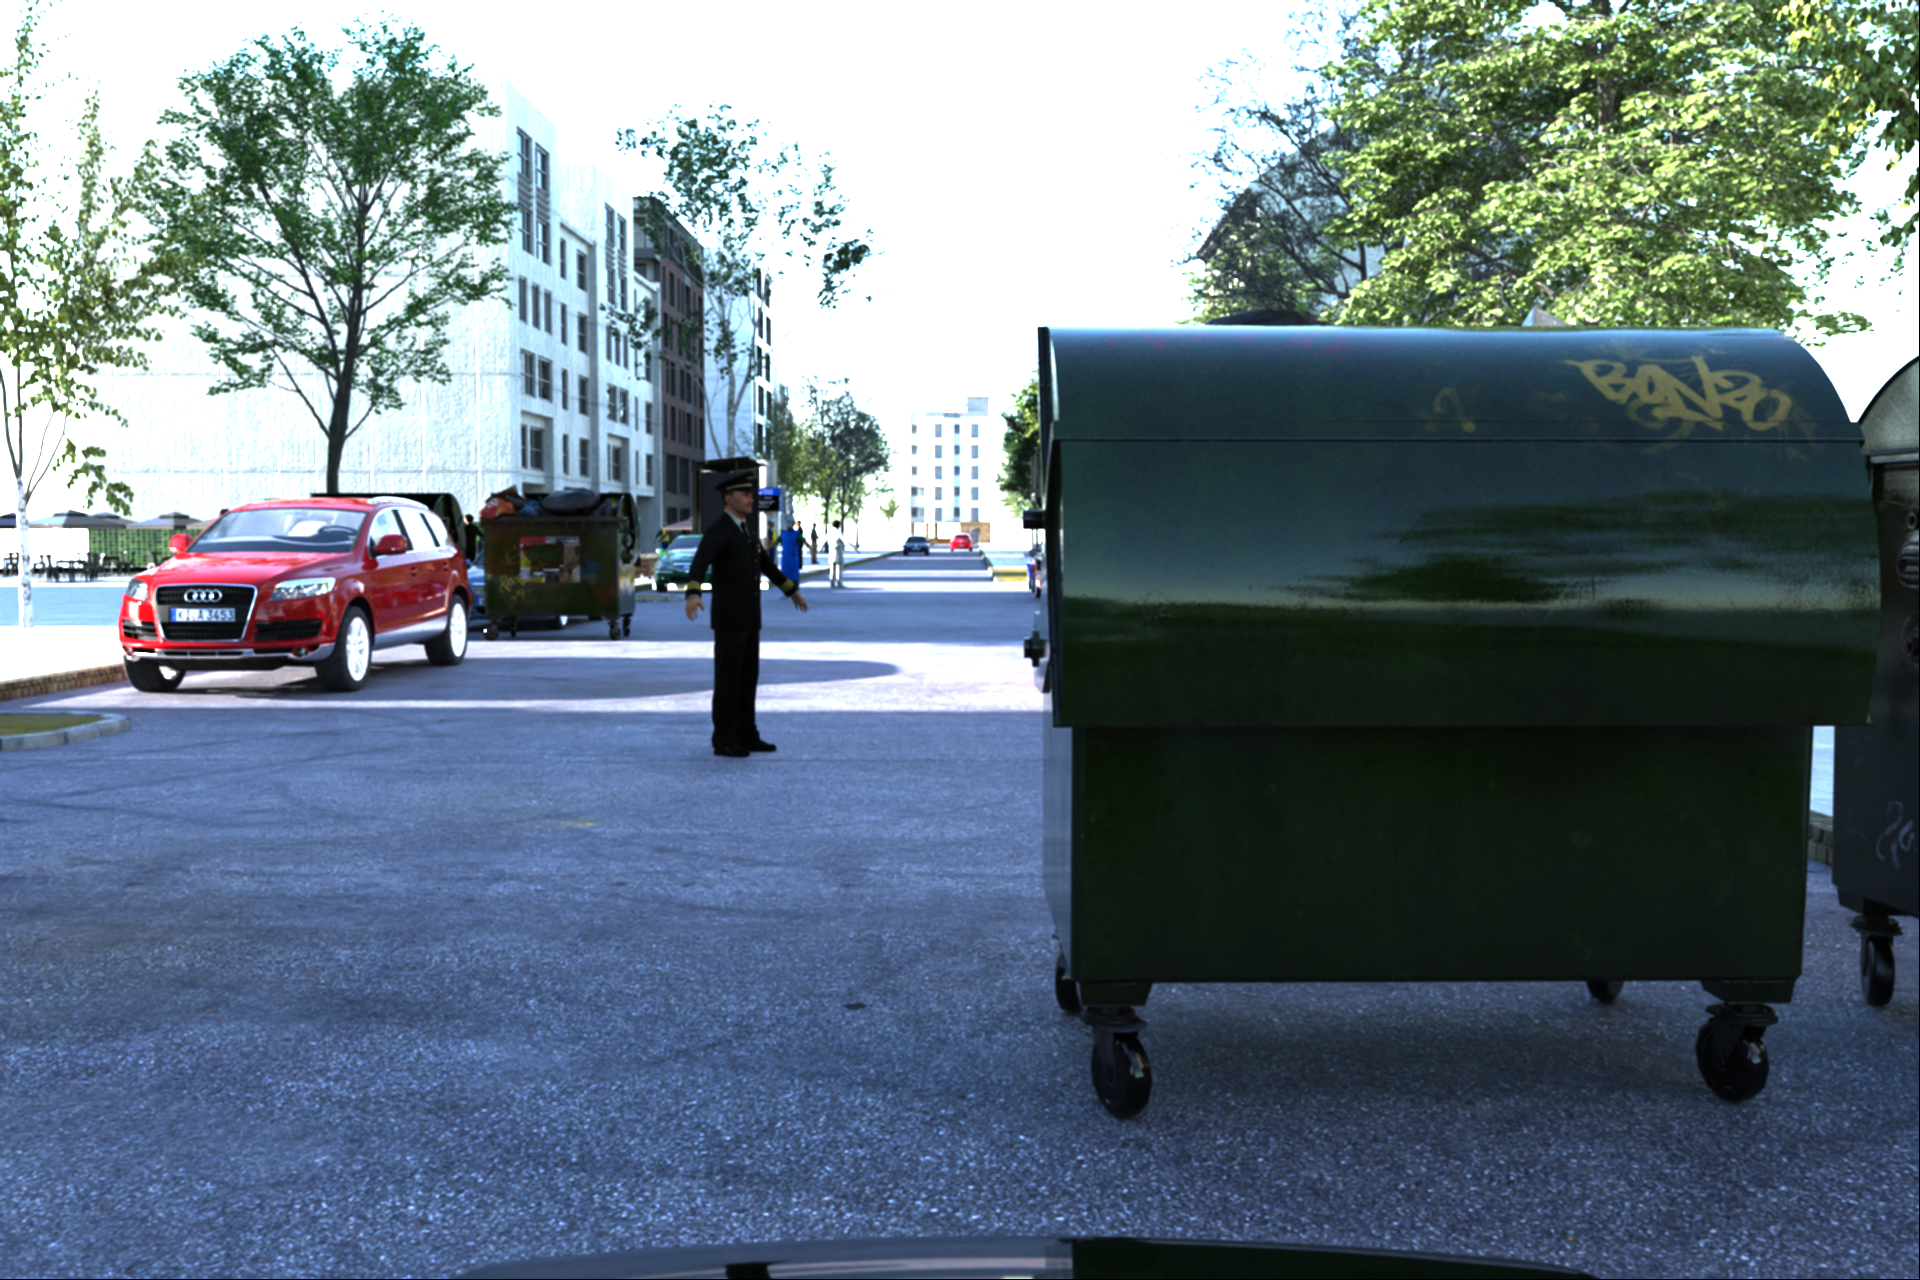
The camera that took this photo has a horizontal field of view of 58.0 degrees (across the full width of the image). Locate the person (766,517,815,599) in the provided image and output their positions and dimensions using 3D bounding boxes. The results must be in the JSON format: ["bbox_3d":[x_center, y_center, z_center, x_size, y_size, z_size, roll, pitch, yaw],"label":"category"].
[{"bbox_3d":[-3.759,-1.815,38.256,1.347,1.817,0.704,2,4,25],"label":"person"}]

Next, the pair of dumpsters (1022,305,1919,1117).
[{"bbox_3d":[2.387,0.011,4.771,4.436,2.255,1.574,0,4,-1],"label":"pair of dumpsters"}]

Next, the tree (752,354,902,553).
[{"bbox_3d":[-9.121,-12.679,117.667,12.009,13.543,11.850,0,3,0],"label":"tree"}]

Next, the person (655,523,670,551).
[{"bbox_3d":[-14.130,-4.716,83.082,0.705,1.833,1.349,3,5,43],"label":"person"}]

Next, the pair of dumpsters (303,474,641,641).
[{"bbox_3d":[-6.677,-1.144,23.650,4.436,2.255,1.574,0,4,0],"label":"pair of dumpsters"}]

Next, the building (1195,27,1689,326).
[{"bbox_3d":[22.253,-15.477,83.985,19.493,23.208,18.063,0,4,1],"label":"building"}]

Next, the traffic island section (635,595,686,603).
[{"bbox_3d":[-6.908,-0.880,37.256,1.991,0.108,1.994,0,4,1],"label":"traffic island section"}]

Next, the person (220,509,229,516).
[{"bbox_3d":[-13.972,-1.595,32.646,0.750,1.759,0.617,0,4,3],"label":"person"}]

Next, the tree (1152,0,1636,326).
[{"bbox_3d":[8.406,-7.567,34.098,12.009,13.543,11.850,0,3,0],"label":"tree"}]

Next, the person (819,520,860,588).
[{"bbox_3d":[-3.264,-2.294,46.145,1.347,1.806,0.705,2,4,35],"label":"person"}]

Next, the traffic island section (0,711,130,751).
[{"bbox_3d":[-7.071,0.652,12.205,1.991,0.108,1.994,0,3,0],"label":"traffic island section"}]

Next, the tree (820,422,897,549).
[{"bbox_3d":[-9.164,-13.818,151.673,9.928,11.665,9.643,0,3,0],"label":"tree"}]

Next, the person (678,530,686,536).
[{"bbox_3d":[-10.314,-3.491,63.805,0.721,1.740,1.216,0,4,-1],"label":"person"}]

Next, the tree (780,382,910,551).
[{"bbox_3d":[-9.065,-13.759,135.333,12.009,13.543,11.850,0,3,0],"label":"tree"}]

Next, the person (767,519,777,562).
[{"bbox_3d":[-5.946,-2.999,55.500,0.721,1.772,1.216,0,4,-1],"label":"person"}]

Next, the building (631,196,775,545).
[{"bbox_3d":[-28.735,-16.969,121.423,27.936,21.610,32.646,0,4,1],"label":"building"}]

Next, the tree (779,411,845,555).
[{"bbox_3d":[-9.158,-9.369,103.553,4.737,8.622,4.395,0,3,0],"label":"tree"}]

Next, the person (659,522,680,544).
[{"bbox_3d":[-12.578,-4.280,76.112,1.348,1.813,0.705,-2,4,-30],"label":"person"}]

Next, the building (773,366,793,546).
[{"bbox_3d":[-27.465,-19.302,182.049,16.747,18.905,31.486,0,3,0],"label":"building"}]

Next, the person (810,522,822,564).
[{"bbox_3d":[-6.249,-4.184,74.682,0.705,1.796,1.348,1,4,13],"label":"person"}]

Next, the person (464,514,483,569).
[{"bbox_3d":[-13.029,-2.431,45.935,0.705,1.806,1.347,2,4,33],"label":"person"}]

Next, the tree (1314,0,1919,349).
[{"bbox_3d":[8.395,-6.399,22.758,7.486,12.596,7.792,0,3,0],"label":"tree"}]

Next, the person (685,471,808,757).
[{"bbox_3d":[-1.430,-0.177,11.287,0.705,1.837,1.347,2,4,26],"label":"person"}]

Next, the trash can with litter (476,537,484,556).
[{"bbox_3d":[-10.179,-1.632,37.738,1.678,1.210,2.233,0,4,0],"label":"trash can with litter"}]

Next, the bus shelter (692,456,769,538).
[{"bbox_3d":[-7.246,-3.912,55.249,1.731,3.624,6.357,0,4,0],"label":"bus shelter"}]

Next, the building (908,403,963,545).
[{"bbox_3d":[-6.851,-23.415,241.709,11.380,20.090,16.016,1,4,10],"label":"building"}]

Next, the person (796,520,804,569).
[{"bbox_3d":[-5.867,-3.467,62.914,0.704,1.802,1.346,0,4,4],"label":"person"}]

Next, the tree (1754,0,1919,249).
[{"bbox_3d":[8.266,-3.865,13.558,4.737,8.622,4.395,0,3,0],"label":"tree"}]

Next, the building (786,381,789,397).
[{"bbox_3d":[-26.193,-21.168,202.518,16.016,20.090,11.380,0,4,1],"label":"building"}]

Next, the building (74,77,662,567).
[{"bbox_3d":[-25.676,-13.256,83.190,16.747,18.905,31.486,0,4,1],"label":"building"}]

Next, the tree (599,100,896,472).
[{"bbox_3d":[-9.125,-13.348,74.129,12.611,20.169,13.585,0,3,0],"label":"tree"}]
